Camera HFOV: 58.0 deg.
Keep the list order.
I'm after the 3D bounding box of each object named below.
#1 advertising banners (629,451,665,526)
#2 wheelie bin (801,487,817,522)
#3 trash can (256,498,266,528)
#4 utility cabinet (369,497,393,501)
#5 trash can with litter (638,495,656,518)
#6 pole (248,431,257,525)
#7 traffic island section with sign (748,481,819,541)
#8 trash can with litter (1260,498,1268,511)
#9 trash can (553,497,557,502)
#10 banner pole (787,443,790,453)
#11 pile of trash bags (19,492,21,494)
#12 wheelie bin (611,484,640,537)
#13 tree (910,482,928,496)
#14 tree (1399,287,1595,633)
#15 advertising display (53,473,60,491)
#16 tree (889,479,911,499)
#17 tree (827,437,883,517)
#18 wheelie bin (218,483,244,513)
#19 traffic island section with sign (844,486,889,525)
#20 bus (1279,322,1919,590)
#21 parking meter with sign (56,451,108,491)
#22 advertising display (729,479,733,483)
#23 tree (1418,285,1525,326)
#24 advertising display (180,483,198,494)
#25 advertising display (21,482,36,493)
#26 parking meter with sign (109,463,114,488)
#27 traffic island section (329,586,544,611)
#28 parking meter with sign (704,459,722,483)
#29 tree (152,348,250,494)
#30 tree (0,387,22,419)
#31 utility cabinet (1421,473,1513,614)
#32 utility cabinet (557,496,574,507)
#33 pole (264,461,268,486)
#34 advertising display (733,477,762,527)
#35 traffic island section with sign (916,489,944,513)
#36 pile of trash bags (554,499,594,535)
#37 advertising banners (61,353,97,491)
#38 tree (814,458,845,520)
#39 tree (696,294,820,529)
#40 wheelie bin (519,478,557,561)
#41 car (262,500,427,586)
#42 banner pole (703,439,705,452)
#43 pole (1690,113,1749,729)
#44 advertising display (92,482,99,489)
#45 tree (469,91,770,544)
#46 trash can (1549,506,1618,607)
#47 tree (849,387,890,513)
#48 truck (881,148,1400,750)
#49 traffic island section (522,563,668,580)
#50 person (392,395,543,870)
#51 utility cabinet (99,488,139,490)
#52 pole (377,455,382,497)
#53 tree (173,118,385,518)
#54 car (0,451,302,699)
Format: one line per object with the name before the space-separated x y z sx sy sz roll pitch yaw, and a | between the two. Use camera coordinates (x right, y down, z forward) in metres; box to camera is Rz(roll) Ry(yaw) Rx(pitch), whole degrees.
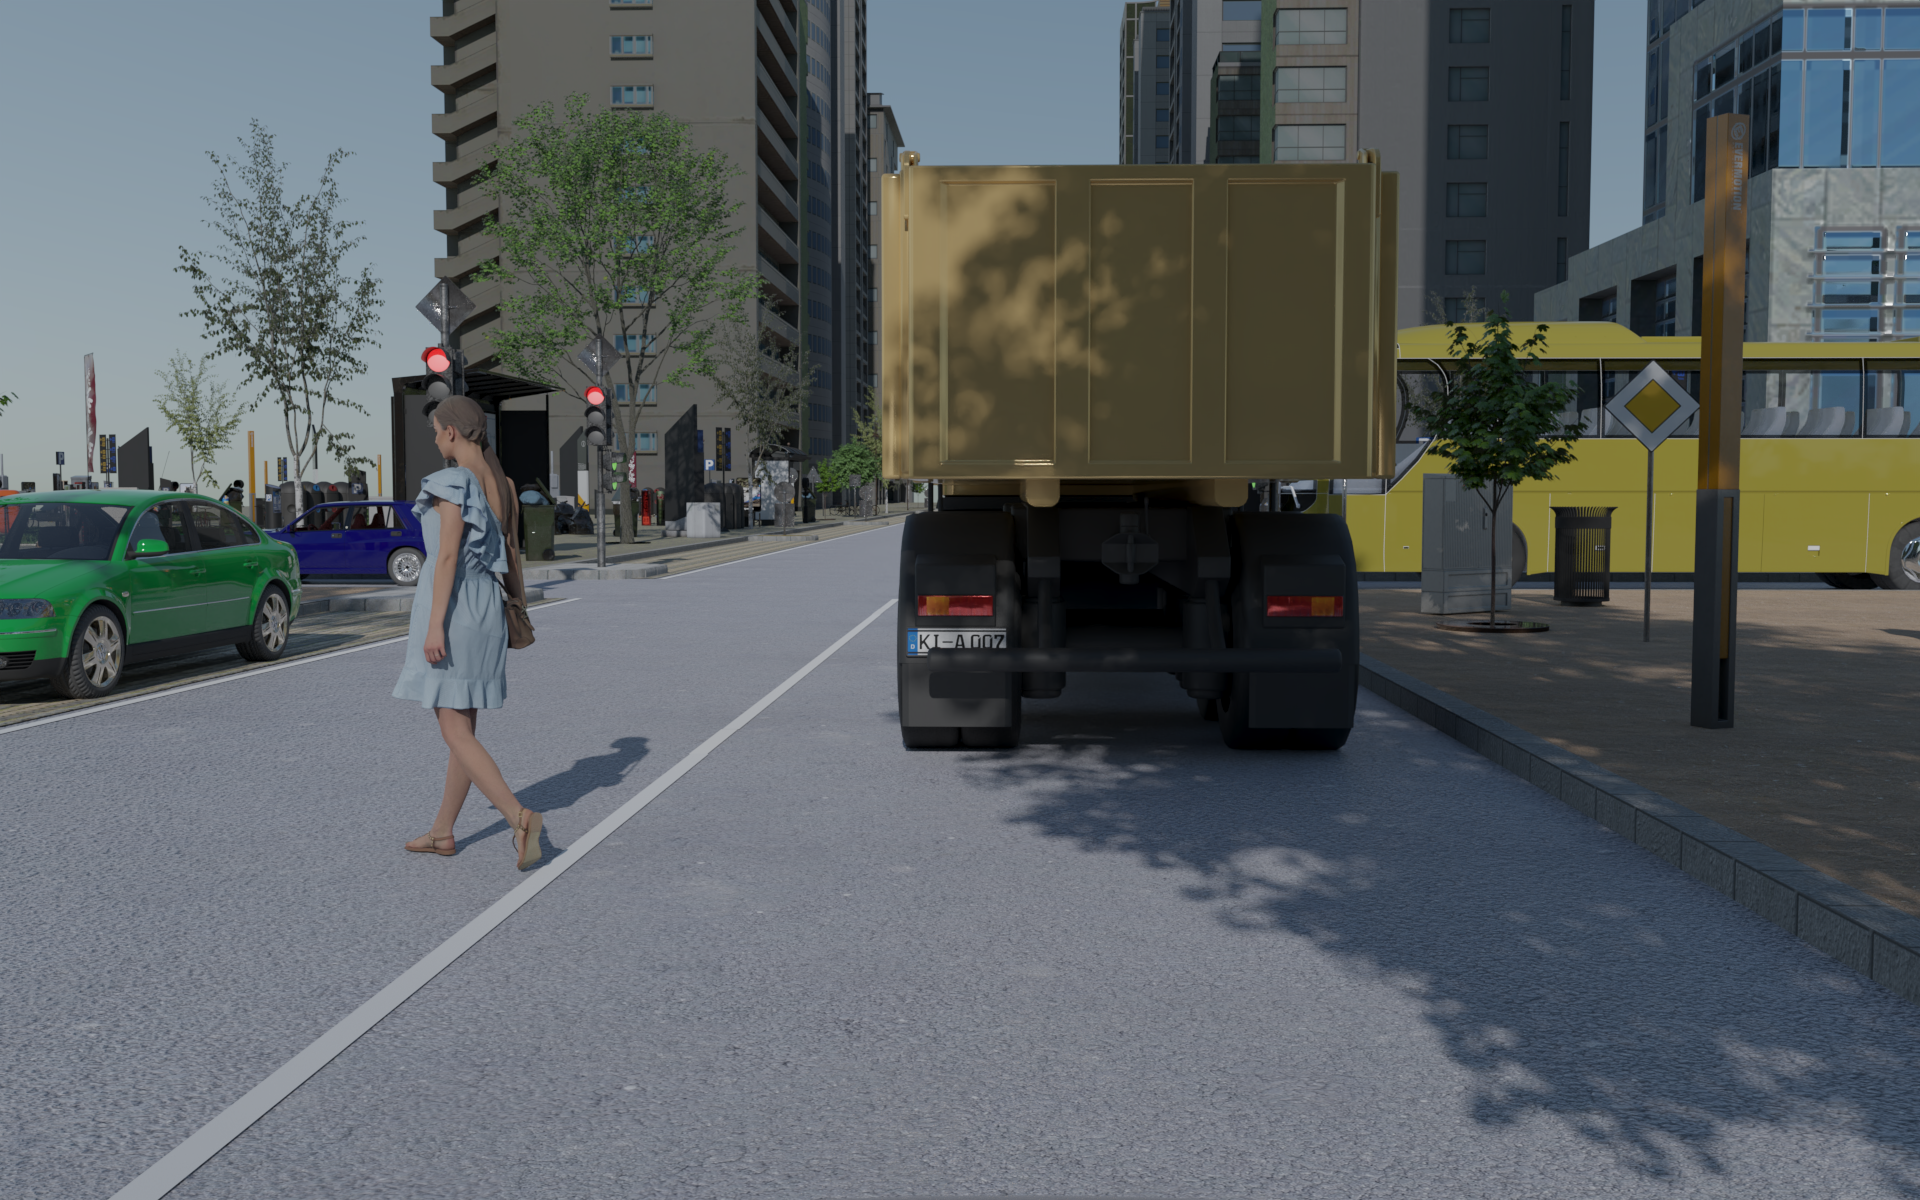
advertising banners | -12.669 -4.515 70.002 2.074 3.025 0.090 2 4 29
wheelie bin | -6.943 -4.370 79.357 0.693 1.594 0.980 -1 4 -15
trash can | -26.319 -3.295 65.522 0.748 1.137 0.748 0 3 0
utility cabinet | -14.776 -2.045 44.594 1.020 1.237 0.306 2 4 34
trash can with litter | -16.615 -5.264 97.118 2.233 1.210 1.678 2 4 30
pole | -22.852 -3.796 55.907 0.158 3.312 0.155 0 3 0
traffic island section with sign | -5.395 -2.728 53.234 1.989 1.847 2.006 0 4 2
trash can with litter | 5.942 -1.298 32.277 1.678 1.210 2.233 2 4 27
trash can | -17.514 -3.866 74.860 0.748 1.137 0.748 0 3 0
banner pole | -8.418 -5.802 84.884 0.401 3.779 0.863 -1 4 -13
pile of trash bags | -18.717 -1.660 36.895 3.447 1.369 1.912 -1 4 -13
wheelie bin | -10.032 -2.697 52.007 0.693 1.594 0.980 -3 5 -39
tree | -3.663 -9.892 156.337 1.663 3.219 1.824 0 3 0
tree | 5.056 -1.323 16.231 1.663 3.219 1.824 0 3 0
advertising display | -27.910 -2.956 53.541 0.123 1.923 0.974 -1 4 -23
tree | -4.618 -12.326 151.887 4.360 8.622 3.978 0 3 0
tree | -5.934 -6.900 96.522 4.285 4.588 4.351 0 3 0
wheelie bin | -20.593 -2.511 48.957 0.693 1.594 0.980 -2 4 -23
traffic island section with sign | -4.319 -4.376 80.168 1.989 1.847 2.006 0 4 2
bus | 10.652 -2.062 25.262 12.252 3.916 2.896 0 4 1
parking meter with sign | -36.040 -4.574 71.047 1.738 3.016 0.543 0 4 -1
advertising display | -9.577 -4.126 72.676 0.123 1.923 0.974 -1 4 -14
tree | 17.212 -6.754 60.788 4.360 8.622 3.978 0 3 0
advertising display | -45.363 -5.914 101.901 0.974 1.923 0.123 -1 4 -13
advertising display | -48.547 -5.203 90.286 0.123 1.923 0.974 0 4 7
parking meter with sign | -47.927 -6.197 97.578 0.543 3.016 1.738 -1 4 -18
traffic island section | -6.639 -0.011 22.457 2.009 0.180 2.903 0 4 2
parking meter with sign | -12.375 -5.598 87.784 0.543 3.016 1.738 1 4 13
tree | -38.798 -8.432 88.221 4.737 8.622 4.395 0 3 0
tree | -9.243 -1.232 14.745 1.663 3.219 1.824 0 3 0
utility cabinet | 5.476 -0.610 18.646 1.173 1.500 0.318 -3 4 -37
utility cabinet | -13.078 -2.833 57.483 0.306 1.237 1.020 -2 4 -30
pole | -42.477 -6.863 106.053 0.158 3.312 0.155 0 3 0
advertising display | -8.201 -3.795 67.264 0.974 1.923 0.123 0 4 2
traffic island section with sign | -2.305 -7.436 130.201 1.989 1.847 2.006 0 4 2
pile of trash bags | -13.350 -2.732 54.417 3.447 1.369 1.912 -2 4 -32
advertising banners | -11.338 -1.597 22.302 0.090 3.025 2.074 -3 4 -37
tree | -6.696 -5.527 84.974 1.663 3.219 1.824 0 3 0
tree | -7.396 -6.885 62.925 4.360 8.622 3.978 0 3 0
wheelie bin | -8.120 -1.557 33.365 0.693 1.594 0.980 -1 4 -13
car | -9.833 -0.926 27.727 3.894 1.354 1.945 0 4 3
banner pole | -11.895 -5.441 78.972 0.863 3.779 0.401 1 4 22
pole | 4.143 -0.954 9.443 0.158 3.312 0.155 0 3 0
advertising display | -45.991 -5.311 92.042 0.123 1.923 0.974 0 4 -6
tree | -8.636 -7.265 44.542 9.928 11.665 9.643 0 3 0
trash can | 7.141 -0.503 19.873 0.748 1.137 0.748 0 3 0
tree | -5.109 -10.064 114.910 4.737 8.622 4.395 0 3 0
truck | 1.021 -1.065 13.345 3.469 3.379 9.791 0 4 2
traffic island section | -6.317 -0.499 30.435 2.009 0.180 2.903 0 4 2
person | -1.875 0.113 6.747 0.778 1.811 0.616 2 4 32
utility cabinet | -28.639 -3.081 59.045 1.173 1.500 0.318 -1 4 -14
pole | -29.918 -5.840 89.327 0.158 3.312 0.155 0 3 0
tree | -13.161 -5.127 34.184 4.360 8.622 3.978 0 3 0
car | -6.800 -0.287 13.486 1.959 1.807 4.718 0 4 2
